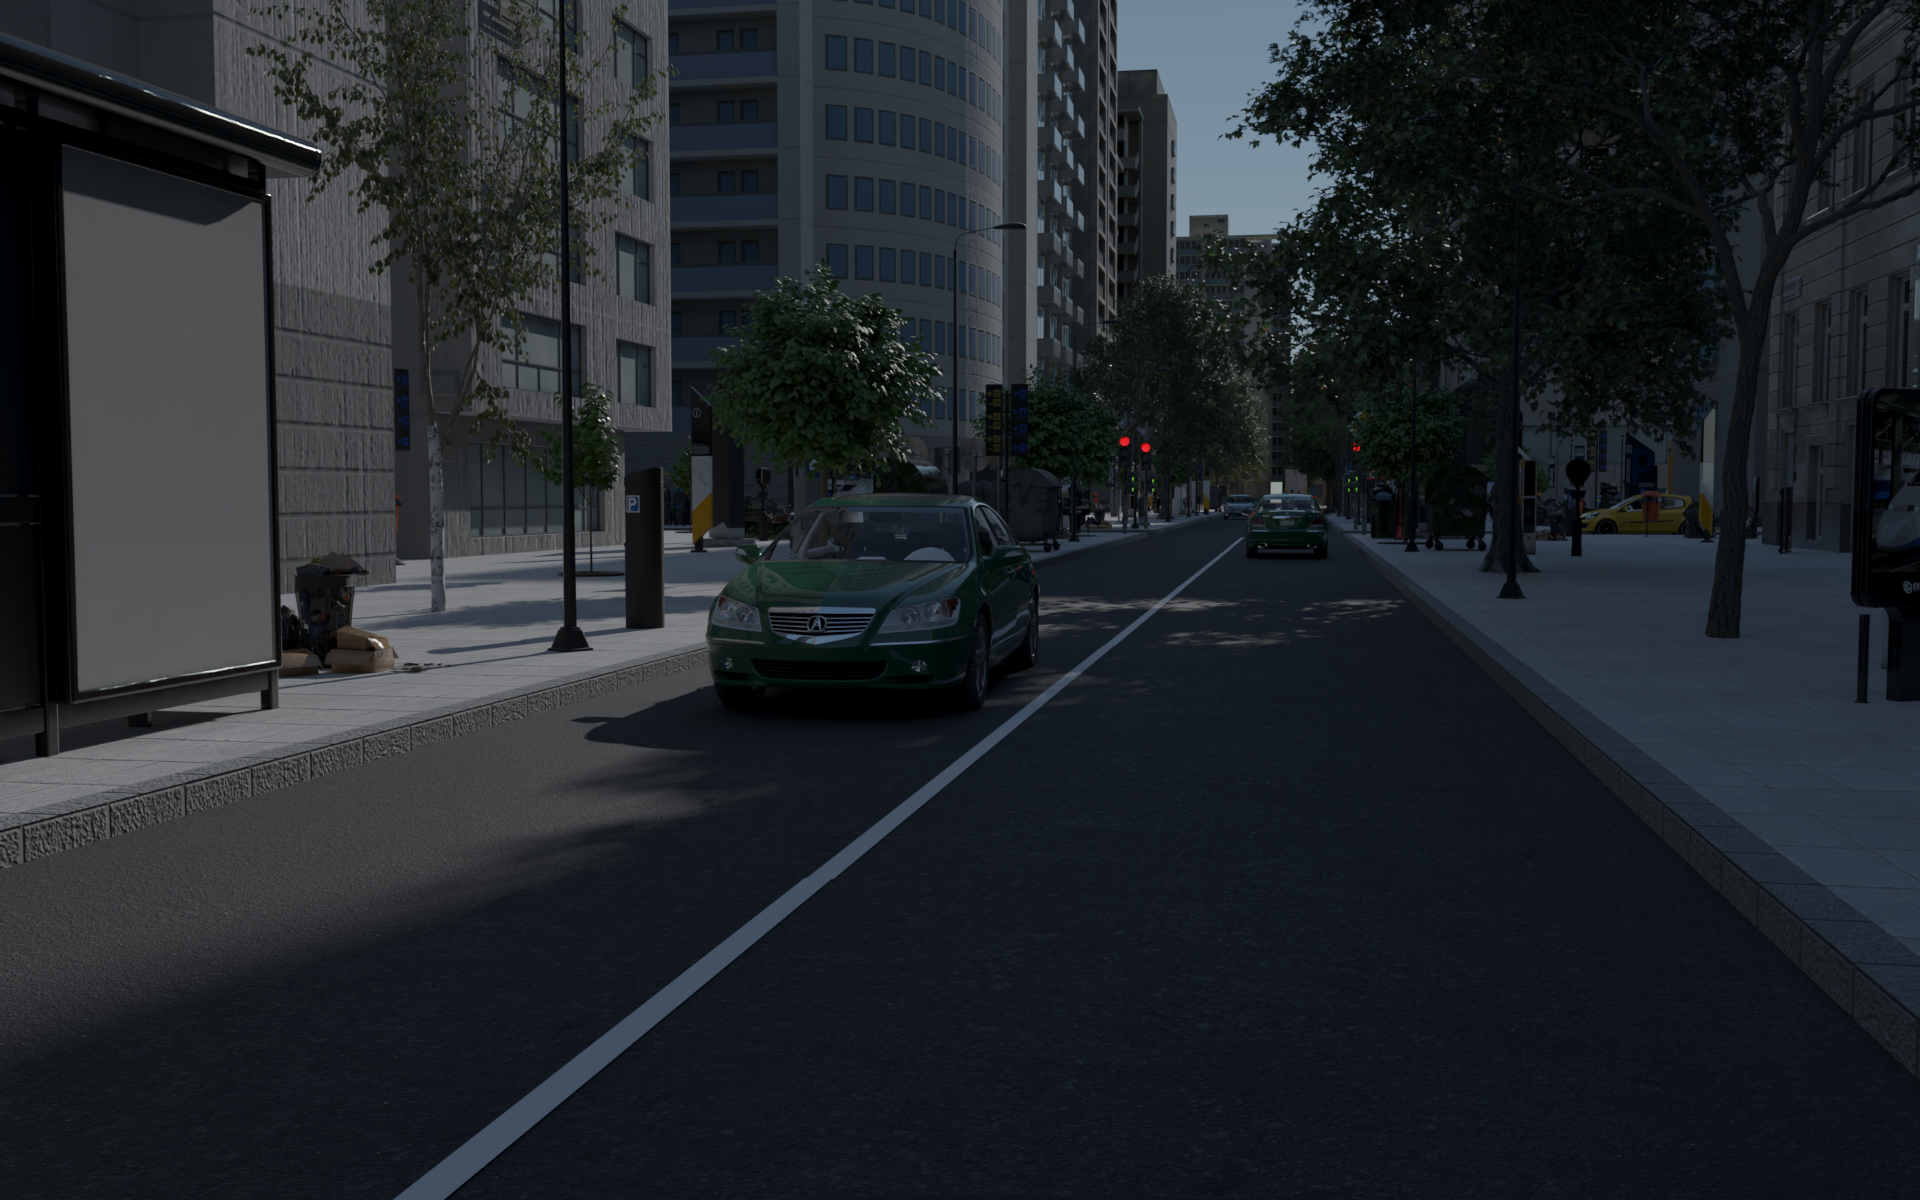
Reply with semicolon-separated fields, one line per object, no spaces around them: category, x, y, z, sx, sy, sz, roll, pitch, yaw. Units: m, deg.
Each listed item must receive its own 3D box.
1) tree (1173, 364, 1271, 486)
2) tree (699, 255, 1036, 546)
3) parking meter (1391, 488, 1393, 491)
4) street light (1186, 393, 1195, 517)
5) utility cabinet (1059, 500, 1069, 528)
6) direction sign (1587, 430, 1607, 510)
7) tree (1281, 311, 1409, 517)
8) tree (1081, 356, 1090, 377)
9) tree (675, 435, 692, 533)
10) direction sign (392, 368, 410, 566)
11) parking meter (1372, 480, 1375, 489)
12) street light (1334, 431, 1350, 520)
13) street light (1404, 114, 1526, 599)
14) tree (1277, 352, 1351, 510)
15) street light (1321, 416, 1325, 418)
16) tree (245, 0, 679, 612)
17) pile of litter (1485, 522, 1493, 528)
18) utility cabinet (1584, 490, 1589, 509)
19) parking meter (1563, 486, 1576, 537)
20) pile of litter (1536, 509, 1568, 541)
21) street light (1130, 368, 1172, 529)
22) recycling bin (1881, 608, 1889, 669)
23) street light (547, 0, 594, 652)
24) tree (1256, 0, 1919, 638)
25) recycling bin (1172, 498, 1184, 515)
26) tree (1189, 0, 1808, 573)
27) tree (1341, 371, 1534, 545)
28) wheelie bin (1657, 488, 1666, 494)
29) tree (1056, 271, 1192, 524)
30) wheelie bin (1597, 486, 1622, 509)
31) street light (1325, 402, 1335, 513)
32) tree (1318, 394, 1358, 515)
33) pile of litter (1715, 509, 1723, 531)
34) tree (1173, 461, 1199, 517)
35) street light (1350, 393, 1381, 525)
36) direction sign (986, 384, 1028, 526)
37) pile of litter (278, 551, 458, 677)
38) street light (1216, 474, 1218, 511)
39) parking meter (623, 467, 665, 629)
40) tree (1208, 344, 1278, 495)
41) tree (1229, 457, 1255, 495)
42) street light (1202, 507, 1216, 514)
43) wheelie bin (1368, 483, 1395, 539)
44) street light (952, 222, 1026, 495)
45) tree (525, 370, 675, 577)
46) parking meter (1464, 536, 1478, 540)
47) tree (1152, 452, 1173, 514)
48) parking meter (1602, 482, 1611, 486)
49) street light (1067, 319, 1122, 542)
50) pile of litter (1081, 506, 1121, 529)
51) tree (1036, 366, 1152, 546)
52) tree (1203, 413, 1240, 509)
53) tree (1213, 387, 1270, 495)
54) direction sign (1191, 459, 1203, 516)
tree;23.186;-15.287;156.601;9.857;13.997;8.962;0;3;0
tree;-1.867;-2.458;23.904;4.285;4.588;4.351;0;3;0
parking meter;17.243;-3.752;69.753;0.372;1.533;0.369;0;3;0
street light;10.156;-6.558;79.767;1.470;5.913;1.316;1;4;11
utility cabinet;3.734;-3.321;65.457;1.020;1.237;0.306;1;4;13
direction sign;22.408;-4.220;60.997;0.876;3.537;0.379;-1;4;-23
tree;21.767;-10.533;97.971;9.928;11.665;9.643;0;3;0
tree;10.349;-10.446;87.799;9.611;12.733;9.660;0;3;0
tree;-9.002;-3.817;57.008;1.663;3.219;1.824;0;3;0
direction sign;-10.190;-2.393;31.118;0.379;3.537;0.876;2;4;24
parking meter;17.066;-3.983;70.833;0.399;1.863;0.255;-3;5;-42
street light;12.644;-5.012;54.493;1.470;5.913;1.316;1;4;11
street light;6.260;-2.980;21.268;1.470;5.913;1.316;1;4;11
tree;30.389;-14.363;141.485;9.857;13.997;8.962;0;3;0
street light;19.083;-7.023;87.363;1.470;5.913;1.316;1;4;11
tree;-5.459;-4.176;18.638;4.360;8.622;3.978;0;3;0
pile of litter;20.438;-3.112;64.845;1.719;0.858;1.176;2;4;29
utility cabinet;36.674;-5.689;101.692;0.318;1.500;1.173;1;4;11
parking meter;18.373;-2.676;52.161;0.372;1.533;0.369;0;3;0
pile of litter;16.279;-2.079;47.957;1.176;0.858;1.719;2;4;31
street light;7.012;-5.582;63.808;1.470;5.913;1.316;1;4;11
recycling bin;7.237;-0.001;12.576;0.722;1.027;0.722;-2;4;-30
street light;-2.665;-2.531;13.915;1.470;5.913;1.316;1;4;11
tree;6.743;-4.921;14.874;8.767;10.594;7.601;1;4;12
recycling bin;13.611;-5.825;107.791;0.722;1.027;0.722;-2;4;-29
tree;8.937;-6.795;28.113;9.611;12.733;9.660;0;3;0
tree;11.403;-3.714;44.430;4.285;4.588;4.351;0;3;0
wheelie bin;35.803;-4.945;88.763;0.980;1.594;0.693;2;4;35
tree;7.225;-8.467;72.842;7.601;10.594;8.767;3;5;40
wheelie bin;25.607;-3.689;68.223;0.980;1.594;0.693;0;4;-8
street light;15.921;-6.048;71.428;1.470;5.913;1.316;1;4;11
tree;23.880;-9.550;106.497;4.360;8.622;3.978;0;3;0
pile of litter;28.674;-3.068;64.123;1.176;0.858;1.719;1;4;11
tree;12.072;-7.084;99.536;4.285;4.588;4.351;0;3;0
street light;9.512;-4.029;38.419;1.470;5.913;1.316;1;4;11
direction sign;0.964;-2.673;35.696;0.876;3.537;0.379;1;4;9
pile of litter;-4.636;0.083;12.601;1.719;0.858;1.176;1;4;9
street light;16.462;-8.543;112.227;1.470;5.913;1.316;1;4;11
parking meter;-3.023;-0.500;16.588;0.372;1.533;0.369;0;3;0
tree;33.501;-21.931;214.466;12.611;20.169;13.585;0;3;0
tree;32.013;-15.311;200.697;4.360;8.622;3.978;0;3;0
street light;13.205;-7.534;95.725;1.470;5.913;1.316;1;4;11
wheelie bin;12.197;-2.573;49.971;0.693;1.594;0.980;-1;4;-14
street light;0.441;-3.506;29.860;1.470;5.913;1.316;1;4;11
tree;-5.780;-2.001;27.315;1.663;3.219;1.824;0;3;0
parking meter;14.391;-2.633;48.760;0.399;1.863;0.255;1;4;10
tree;3.512;-4.206;52.475;4.285;4.588;4.351;0;3;0
parking meter;31.579;-4.824;84.587;0.399;1.863;0.255;3;4;38
street light;3.602;-4.512;46.316;1.470;5.913;1.316;1;4;11
pile of litter;5.122;-3.056;63.929;1.719;0.858;1.176;3;4;36
tree;1.900;-3.658;43.528;4.285;4.588;4.351;0;3;0
tree;20.219;-11.432;137.271;4.737;8.622;4.395;0;3;0
tree;28.685;-16.108;181.496;7.486;12.596;7.792;0;3;0
direction sign;14.125;-6.808;103.305;0.379;3.537;0.876;-3;4;-39
